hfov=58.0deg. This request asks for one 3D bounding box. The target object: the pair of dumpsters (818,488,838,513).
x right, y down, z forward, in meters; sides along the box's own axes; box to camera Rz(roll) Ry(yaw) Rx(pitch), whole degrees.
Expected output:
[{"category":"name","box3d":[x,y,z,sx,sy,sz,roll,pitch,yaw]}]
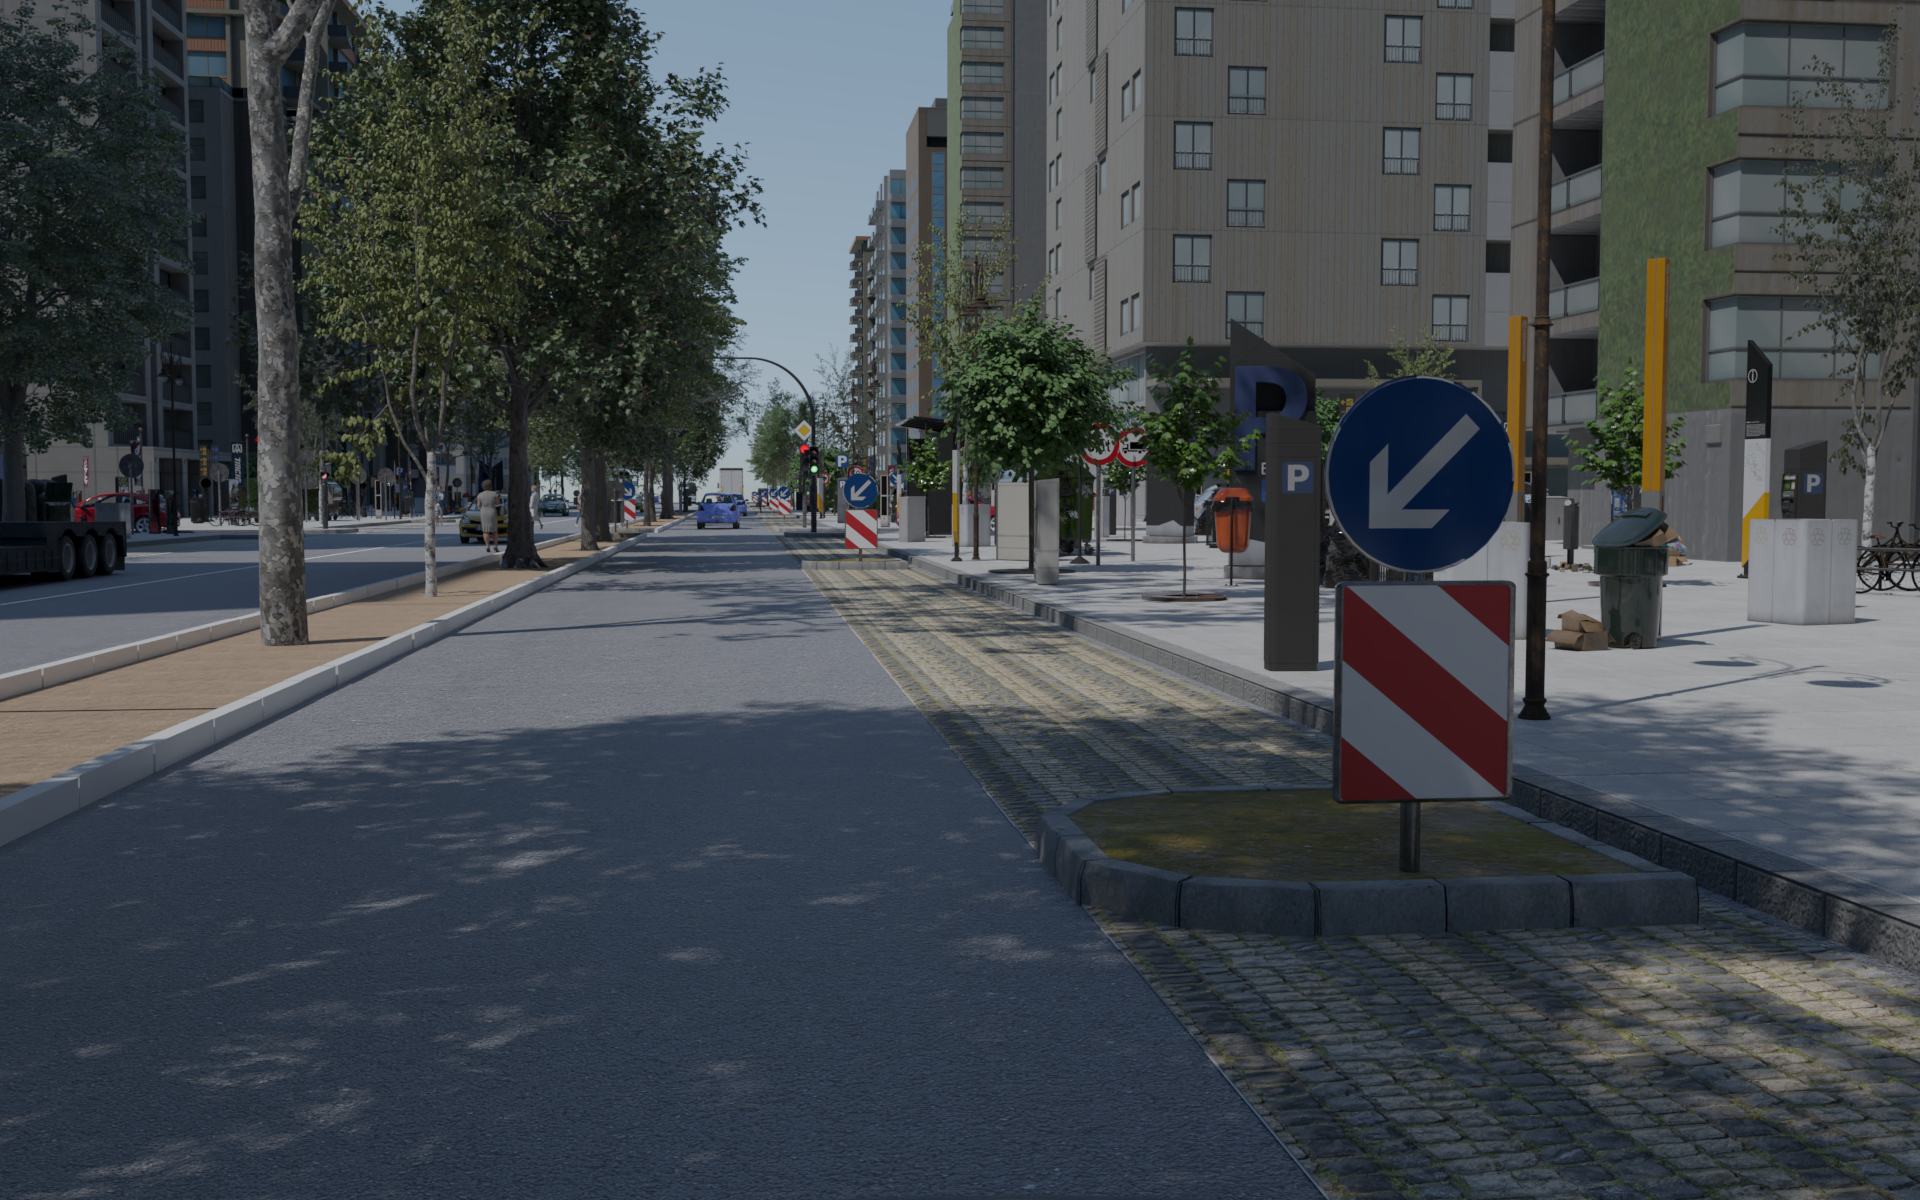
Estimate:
[{"category":"pair of dumpsters","box3d":[-8.904,-7.020,117.270,1.574,2.255,4.437,0,4,-7]}]

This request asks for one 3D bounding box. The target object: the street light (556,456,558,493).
[{"category":"street light","box3d":[-38.031,-11.640,163.095,0.468,5.910,1.993,0,4,-7]}]

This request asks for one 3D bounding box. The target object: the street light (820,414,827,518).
[{"category":"street light","box3d":[-7.262,-7.318,92.438,0.468,5.910,1.993,0,4,-7]}]

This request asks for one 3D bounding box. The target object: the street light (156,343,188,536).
[{"category":"street light","box3d":[-23.985,-4.895,52.818,0.468,5.910,1.993,0,4,-7]}]

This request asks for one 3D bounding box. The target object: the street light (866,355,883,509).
[{"category":"street light","box3d":[-2.857,-5.194,57.714,0.468,5.910,1.993,0,4,-7]}]

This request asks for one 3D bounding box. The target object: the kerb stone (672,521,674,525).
[{"category":"kerb stone","box3d":[-12.763,-3.293,76.040,0.120,0.150,1.000,0,4,-7]}]

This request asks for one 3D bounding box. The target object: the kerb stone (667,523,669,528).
[{"category":"kerb stone","box3d":[-12.110,-2.982,70.954,0.120,0.150,1.000,0,4,-7]}]

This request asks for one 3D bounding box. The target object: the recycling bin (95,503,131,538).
[{"category":"recycling bin","box3d":[-24.419,-2.286,49.937,0.722,1.027,0.722,0,4,-1]}]

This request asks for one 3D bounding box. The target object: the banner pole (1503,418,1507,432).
[{"category":"banner pole","box3d":[15.950,-3.678,50.146,0.401,3.779,0.863,-1,4,-21]}]

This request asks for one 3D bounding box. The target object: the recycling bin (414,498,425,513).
[{"category":"recycling bin","box3d":[-36.147,-6.324,115.949,0.722,1.027,0.722,-1,4,-16]}]

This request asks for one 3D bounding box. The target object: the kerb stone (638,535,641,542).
[{"category":"kerb stone","box3d":[-9.585,-1.764,51.111,0.120,0.150,1.000,0,4,-7]}]

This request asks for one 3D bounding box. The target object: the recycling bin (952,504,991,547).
[{"category":"recycling bin","box3d":[0.276,-1.820,42.316,0.722,1.027,0.722,-2,4,-30]}]

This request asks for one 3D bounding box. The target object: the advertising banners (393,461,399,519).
[{"category":"advertising banners","box3d":[-29.480,-5.755,90.288,0.090,3.025,2.074,-1,4,-16]}]

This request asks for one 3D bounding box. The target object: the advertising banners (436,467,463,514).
[{"category":"advertising banners","box3d":[-32.850,-7.018,110.930,2.074,3.025,0.090,-3,5,-43]}]

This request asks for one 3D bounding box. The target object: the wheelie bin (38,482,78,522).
[{"category":"wheelie bin","box3d":[-24.035,-2.343,46.213,0.980,1.594,0.693,-1,4,-15]}]

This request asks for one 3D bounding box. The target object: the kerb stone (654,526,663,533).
[{"category":"kerb stone","box3d":[-11.467,-2.668,65.856,0.120,0.150,1.000,0,4,-7]}]

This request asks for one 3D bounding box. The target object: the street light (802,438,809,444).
[{"category":"street light","box3d":[-10.356,-8.793,116.546,0.468,5.910,1.993,0,4,-7]}]

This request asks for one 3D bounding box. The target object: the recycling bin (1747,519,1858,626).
[{"category":"recycling bin","box3d":[8.403,-0.290,17.288,0.722,1.027,0.722,-1,4,-20]}]

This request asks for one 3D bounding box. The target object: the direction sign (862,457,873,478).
[{"category":"direction sign","box3d":[-5.680,-7.020,106.774,0.876,3.537,0.379,1,4,20]}]

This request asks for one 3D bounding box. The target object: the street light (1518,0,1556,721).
[{"category":"street light","box3d":[3.281,-2.259,9.717,0.468,5.910,1.993,0,4,-7]}]

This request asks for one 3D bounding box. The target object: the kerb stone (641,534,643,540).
[{"category":"kerb stone","box3d":[-9.712,-1.827,52.125,0.120,0.150,1.000,0,4,-7]}]

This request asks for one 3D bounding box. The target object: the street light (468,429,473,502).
[{"category":"street light","box3d":[-31.525,-8.497,111.714,0.468,5.910,1.993,0,4,-7]}]

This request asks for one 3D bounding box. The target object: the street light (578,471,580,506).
[{"category":"street light","box3d":[-41.096,-13.086,186.736,0.468,5.910,1.993,0,4,-7]}]

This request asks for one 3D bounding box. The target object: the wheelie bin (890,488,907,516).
[{"category":"wheelie bin","box3d":[-3.198,-5.096,91.225,0.693,1.594,0.980,3,5,43]}]

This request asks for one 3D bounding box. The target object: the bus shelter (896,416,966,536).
[{"category":"bus shelter","box3d":[-0.915,-3.912,55.242,1.731,3.624,6.357,0,4,-7]}]

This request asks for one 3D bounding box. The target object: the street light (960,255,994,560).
[{"category":"street light","box3d":[0.315,-3.723,33.654,0.468,5.910,1.993,0,4,-7]}]

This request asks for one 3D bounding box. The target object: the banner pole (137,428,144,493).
[{"category":"banner pole","box3d":[-31.080,-4.629,65.698,0.401,3.779,0.863,-3,4,-37]}]

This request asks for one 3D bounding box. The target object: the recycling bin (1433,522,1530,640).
[{"category":"recycling bin","box3d":[4.681,-0.185,15.587,0.722,1.027,0.722,0,4,6]}]

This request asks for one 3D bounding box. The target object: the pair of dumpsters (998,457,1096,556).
[{"category":"pair of dumpsters","box3d":[1.880,-2.153,37.703,1.574,2.255,4.437,0,4,-7]}]

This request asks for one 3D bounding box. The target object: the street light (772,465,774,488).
[{"category":"street light","box3d":[-22.990,-14.863,215.791,0.468,5.910,1.993,0,4,-7]}]

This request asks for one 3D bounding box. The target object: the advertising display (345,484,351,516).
[{"category":"advertising display","box3d":[-35.889,-5.893,101.567,0.123,1.923,0.974,-1,4,-10]}]

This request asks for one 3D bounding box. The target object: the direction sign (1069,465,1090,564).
[{"category":"direction sign","box3d":[2.206,-2.433,31.783,0.379,3.537,0.876,3,5,40]}]

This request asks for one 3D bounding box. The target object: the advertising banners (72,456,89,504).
[{"category":"advertising banners","box3d":[-40.710,-5.126,79.990,2.074,3.025,0.090,3,4,38]}]

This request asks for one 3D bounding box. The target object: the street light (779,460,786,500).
[{"category":"street light","box3d":[-16.984,-11.937,167.957,0.468,5.910,1.993,0,4,-7]}]

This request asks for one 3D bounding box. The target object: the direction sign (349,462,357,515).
[{"category":"direction sign","box3d":[-37.992,-7.120,108.402,0.876,3.537,0.379,2,4,32]}]

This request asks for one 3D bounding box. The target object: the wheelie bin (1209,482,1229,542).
[{"category":"wheelie bin","box3d":[7.126,-2.359,46.482,0.693,1.594,0.980,-3,4,-36]}]

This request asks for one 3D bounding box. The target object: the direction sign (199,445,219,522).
[{"category":"direction sign","box3d":[-34.729,-5.394,80.196,0.876,3.537,0.379,0,4,-2]}]

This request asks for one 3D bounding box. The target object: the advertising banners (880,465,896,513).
[{"category":"advertising banners","box3d":[-4.859,-6.622,104.455,2.074,3.025,0.090,-1,4,-12]}]

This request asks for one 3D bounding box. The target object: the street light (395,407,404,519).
[{"category":"street light","box3d":[-28.265,-7.005,87.323,0.468,5.910,1.993,0,4,-7]}]

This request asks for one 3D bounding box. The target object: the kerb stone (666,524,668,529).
[{"category":"kerb stone","box3d":[-11.986,-2.919,69.931,0.120,0.150,1.000,0,4,-7]}]

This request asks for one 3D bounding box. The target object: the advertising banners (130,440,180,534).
[{"category":"advertising banners","box3d":[-25.930,-3.642,55.732,2.074,3.025,0.090,2,4,24]}]

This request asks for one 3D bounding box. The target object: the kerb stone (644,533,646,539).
[{"category":"kerb stone","box3d":[-9.978,-1.956,54.175,0.120,0.150,1.000,0,4,-7]}]

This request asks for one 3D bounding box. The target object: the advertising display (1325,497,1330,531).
[{"category":"advertising display","box3d":[8.953,-2.309,42.968,0.974,1.923,0.123,0,4,-7]}]

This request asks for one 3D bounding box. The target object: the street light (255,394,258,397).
[{"category":"street light","box3d":[-25.432,-5.557,63.652,0.468,5.910,1.993,0,4,-7]}]

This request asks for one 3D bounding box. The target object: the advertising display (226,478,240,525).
[{"category":"advertising display","box3d":[-29.967,-4.048,71.400,0.123,1.923,0.974,0,4,2]}]

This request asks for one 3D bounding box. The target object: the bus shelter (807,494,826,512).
[{"category":"bus shelter","box3d":[-10.582,-8.176,124.963,1.731,3.624,6.357,0,4,-7]}]

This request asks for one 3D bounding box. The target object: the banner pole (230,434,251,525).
[{"category":"banner pole","box3d":[-29.978,-5.034,72.326,0.863,3.779,0.401,-1,4,-22]}]

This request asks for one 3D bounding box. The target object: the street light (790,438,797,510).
[{"category":"street light","box3d":[-13.842,-10.462,143.843,0.468,5.910,1.993,0,4,-7]}]

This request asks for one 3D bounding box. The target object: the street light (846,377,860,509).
[{"category":"street light","box3d":[-4.223,-5.861,68.610,0.468,5.910,1.993,0,4,-7]}]

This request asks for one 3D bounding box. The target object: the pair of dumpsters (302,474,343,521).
[{"category":"pair of dumpsters","box3d":[-30.962,-4.941,83.275,1.574,2.255,4.437,0,4,-7]}]

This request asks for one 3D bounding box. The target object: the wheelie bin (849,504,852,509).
[{"category":"wheelie bin","box3d":[-8.062,-7.238,126.249,0.980,1.594,0.693,-1,4,-17]}]

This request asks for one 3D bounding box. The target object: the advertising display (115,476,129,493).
[{"category":"advertising display","box3d":[-30.649,-3.558,63.391,0.123,1.923,0.974,0,4,-5]}]

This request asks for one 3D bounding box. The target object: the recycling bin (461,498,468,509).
[{"category":"recycling bin","box3d":[-35.466,-6.764,123.146,0.722,1.027,0.722,0,4,4]}]

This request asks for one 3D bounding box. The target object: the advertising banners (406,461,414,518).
[{"category":"advertising banners","box3d":[-29.453,-5.921,93.003,0.090,3.025,2.074,-1,4,-14]}]

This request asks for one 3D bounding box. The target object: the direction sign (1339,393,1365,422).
[{"category":"direction sign","box3d":[8.953,-2.873,38.965,0.876,3.537,0.379,2,4,25]}]

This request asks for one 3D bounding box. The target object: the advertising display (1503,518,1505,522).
[{"category":"advertising display","box3d":[10.948,-1.789,34.460,0.123,1.923,0.974,0,4,8]}]
